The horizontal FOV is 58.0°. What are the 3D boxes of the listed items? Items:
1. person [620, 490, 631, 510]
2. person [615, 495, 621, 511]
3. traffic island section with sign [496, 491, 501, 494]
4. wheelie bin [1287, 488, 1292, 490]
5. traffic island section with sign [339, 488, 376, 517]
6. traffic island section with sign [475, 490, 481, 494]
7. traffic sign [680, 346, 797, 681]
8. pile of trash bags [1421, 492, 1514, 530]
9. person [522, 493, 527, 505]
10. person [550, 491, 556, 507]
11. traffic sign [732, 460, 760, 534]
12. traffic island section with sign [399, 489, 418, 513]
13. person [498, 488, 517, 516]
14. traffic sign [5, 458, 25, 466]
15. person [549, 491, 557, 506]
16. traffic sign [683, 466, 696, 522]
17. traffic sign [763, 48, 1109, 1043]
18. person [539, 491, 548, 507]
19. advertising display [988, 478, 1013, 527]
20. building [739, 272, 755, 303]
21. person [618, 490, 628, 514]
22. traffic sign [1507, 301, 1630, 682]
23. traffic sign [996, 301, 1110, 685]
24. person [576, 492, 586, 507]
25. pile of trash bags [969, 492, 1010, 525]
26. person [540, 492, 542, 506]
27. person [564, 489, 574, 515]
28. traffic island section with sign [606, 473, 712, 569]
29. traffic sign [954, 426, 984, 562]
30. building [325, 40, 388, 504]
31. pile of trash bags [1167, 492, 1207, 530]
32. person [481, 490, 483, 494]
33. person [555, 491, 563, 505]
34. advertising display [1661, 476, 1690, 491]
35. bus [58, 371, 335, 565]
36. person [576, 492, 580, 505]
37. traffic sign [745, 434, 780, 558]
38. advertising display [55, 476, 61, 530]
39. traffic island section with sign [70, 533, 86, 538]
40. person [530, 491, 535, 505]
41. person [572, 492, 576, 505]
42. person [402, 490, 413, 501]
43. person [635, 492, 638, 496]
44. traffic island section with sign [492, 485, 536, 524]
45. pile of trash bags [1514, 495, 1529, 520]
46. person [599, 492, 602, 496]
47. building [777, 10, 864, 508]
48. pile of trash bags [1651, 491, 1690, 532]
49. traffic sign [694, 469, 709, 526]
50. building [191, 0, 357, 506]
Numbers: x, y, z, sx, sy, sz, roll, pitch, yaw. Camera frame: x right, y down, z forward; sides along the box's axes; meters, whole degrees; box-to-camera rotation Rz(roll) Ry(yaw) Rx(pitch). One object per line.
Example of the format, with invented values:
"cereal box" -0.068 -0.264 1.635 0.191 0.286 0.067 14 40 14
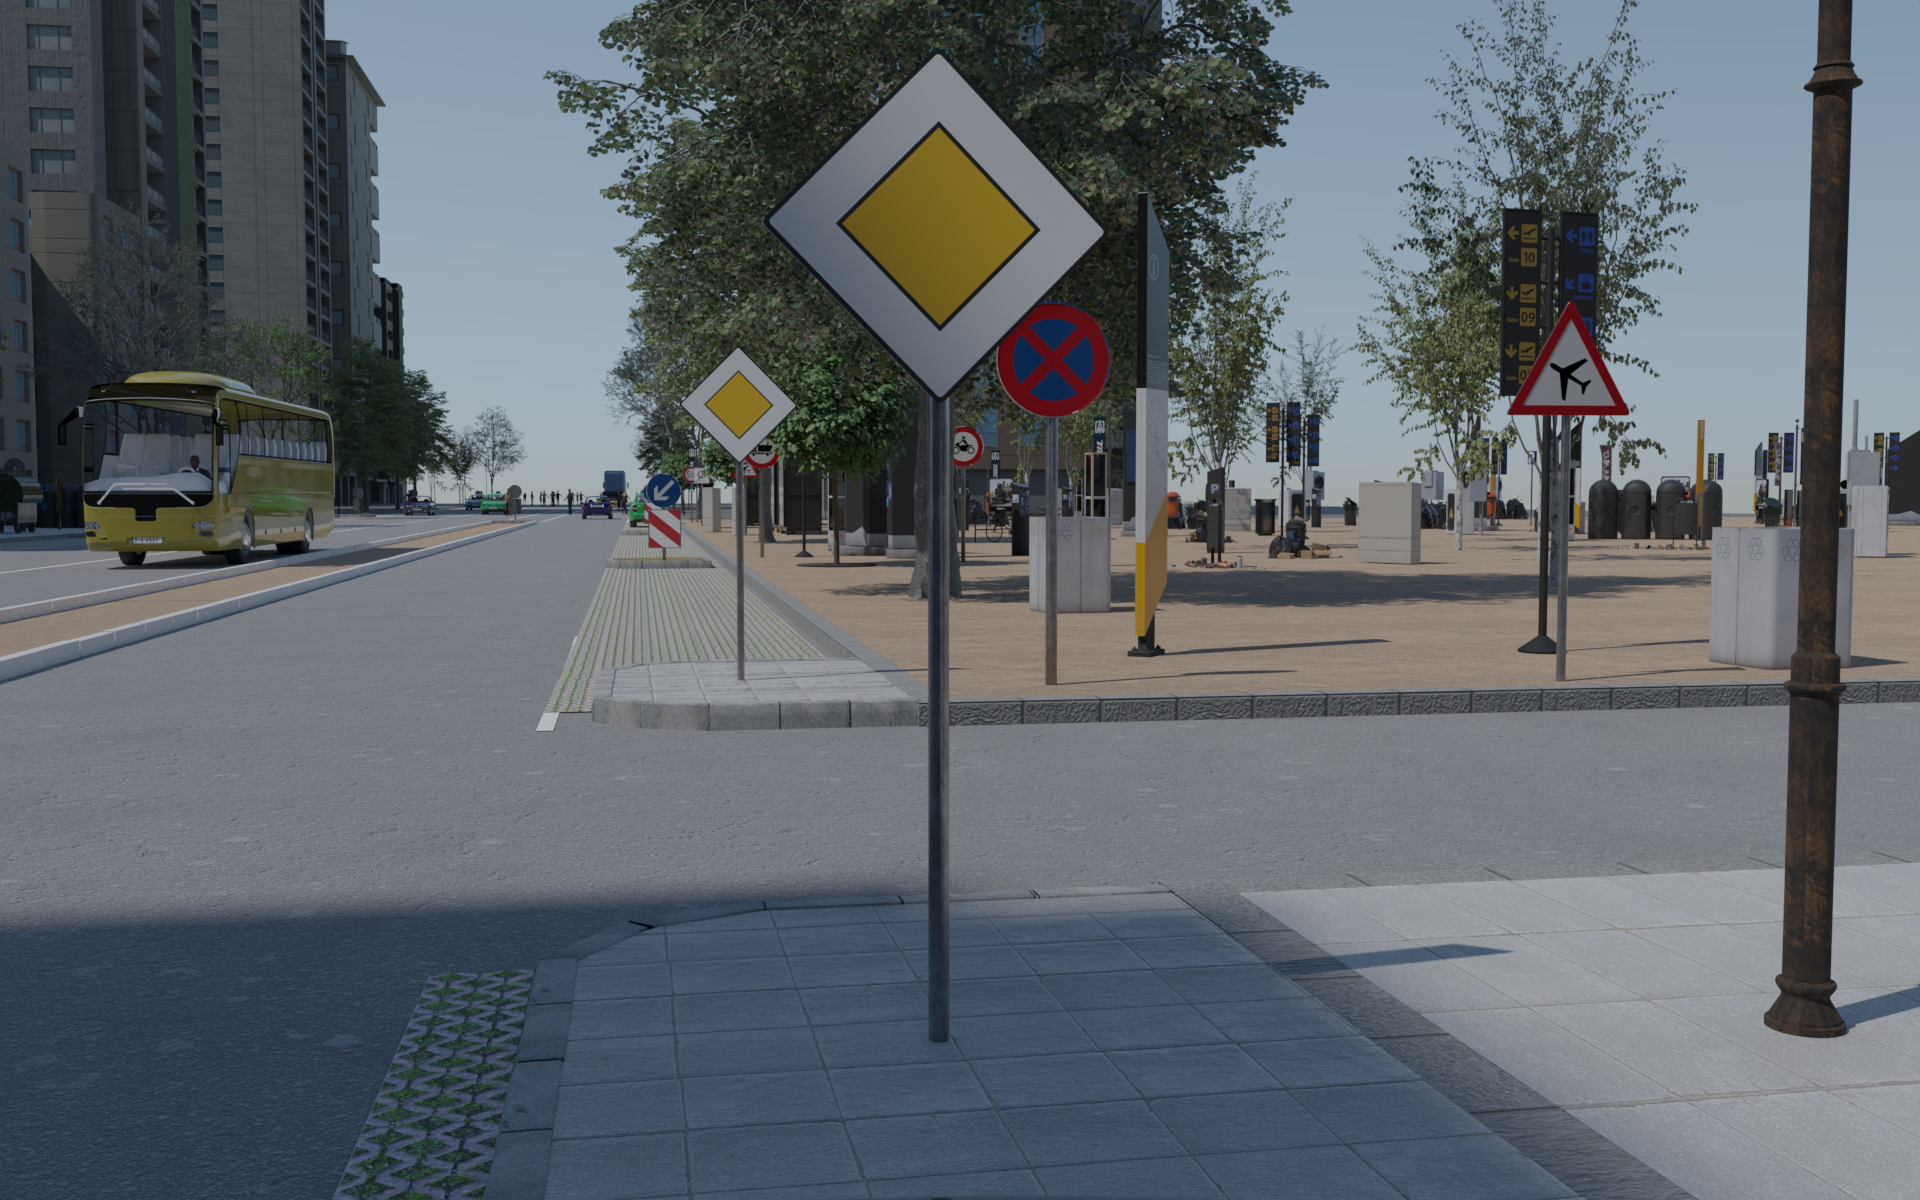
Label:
"person" -30.244 -8.997 155.623 1.348 1.821 0.705 -2 4 -25
"person" -28.599 -8.162 145.210 1.065 1.426 0.557 3 5 40
"traffic island section with sign" -57.205 -12.608 214.773 1.989 1.847 2.006 -1 4 -10
"wheelie bin" 16.125 -4.715 85.005 0.693 1.594 0.980 2 4 25
"traffic island section with sign" -37.203 -6.019 107.039 1.989 1.847 2.006 -1 4 -10
"traffic island section with sign" -52.158 -10.949 187.637 1.989 1.847 2.006 -1 4 -10
"traffic sign" -1.510 -0.503 11.861 0.795 2.450 0.064 -1 4 -10
"pile of trash bags" 18.012 -3.264 63.125 1.912 1.369 3.447 -3 5 -43
"person" -54.993 -12.761 218.617 0.593 1.643 0.415 -3 4 -39
"person" -46.033 -11.418 195.898 0.721 1.743 1.217 1 4 19
"traffic sign" -6.812 -3.366 55.045 0.884 2.594 0.081 0 4 -6
"traffic island section with sign" -42.134 -7.644 133.609 1.989 1.847 2.006 -1 4 -10
"person" -29.537 -6.401 113.250 1.348 1.812 0.705 0 4 5
"traffic sign" -33.442 -3.742 61.288 0.768 2.556 0.104 0 4 -1
"person" -49.413 -12.330 210.038 0.705 1.831 1.348 2 4 34
"traffic sign" -12.260 -4.833 79.127 0.768 2.556 0.104 0 4 -6
"traffic sign" -0.053 -0.022 4.009 0.795 2.450 0.064 -1 4 -10
"person" -45.370 -11.034 188.903 1.348 1.824 0.705 2 4 28
"advertising display" 1.602 -3.830 67.840 0.974 1.923 0.123 0 3 0
"building" -18.528 -35.305 231.858 22.147 44.769 28.867 -1 4 -10
"person" -24.115 -7.014 123.976 0.445 1.727 0.742 3 4 38
"traffic sign" 4.118 -0.721 11.799 0.884 2.594 0.081 -1 4 -9
"traffic sign" 0.613 -0.701 11.568 0.768 2.556 0.104 0 4 -7
"person" -42.932 -11.438 196.338 1.217 1.723 0.721 -1 4 -23
"pile of trash bags" 1.222 -3.907 73.638 1.912 1.369 3.447 0 4 3
"person" -51.367 -12.392 211.904 0.721 1.735 1.217 -1 4 -18
"person" -27.371 -6.902 121.365 0.705 1.821 1.348 -3 5 -40
"traffic island section with sign" -5.908 -1.545 33.890 1.989 1.847 2.006 -1 4 -10
"traffic sign" 0.061 -1.984 32.552 0.768 2.556 0.104 0 4 -4
"building" -83.859 -37.618 204.285 28.713 52.752 27.495 -1 4 -10
"pile of trash bags" 8.208 -3.289 63.522 1.912 1.369 3.447 1 4 22
"person" -53.231 -11.288 192.924 0.709 1.838 0.599 1 4 15
"person" -50.973 -12.929 219.514 1.348 1.869 0.705 0 4 -4
"advertising display" 25.581 -3.471 61.963 0.974 1.923 0.123 2 4 24
"bus" -16.318 -2.863 38.365 2.896 3.916 12.252 -1 4 -10
"person" -52.503 -13.992 238.048 0.721 1.735 1.217 1 4 10
"traffic sign" -4.000 -2.132 34.966 0.768 2.556 0.104 -1 4 -9
"advertising display" -32.745 -3.528 62.892 0.123 1.923 0.974 -2 4 -31
"traffic island section with sign" -27.888 -2.950 56.865 1.989 1.847 2.006 -1 4 -10
"person" -55.917 -13.335 226.470 0.705 1.831 1.348 0 4 6
"person" -49.221 -12.892 220.001 1.217 1.736 0.721 0 4 5
"person" -40.907 -7.327 128.811 1.217 1.766 0.721 -3 5 -42
"person" -44.202 -13.952 237.328 0.721 1.736 1.217 1 4 15
"traffic island section with sign" -21.697 -4.657 84.278 2.006 1.907 1.989 -1 4 -10
"pile of trash bags" 28.351 -4.769 87.719 3.447 1.369 1.912 1 4 13
"person" -45.746 -12.914 220.566 0.530 1.710 0.541 0 4 -8
"building" -14.728 -46.940 205.720 20.563 71.187 20.611 -1 4 -10
"pile of trash bags" 23.501 -3.004 58.863 1.912 1.369 3.447 -2 4 -31
"traffic sign" -10.232 -4.071 68.695 0.606 2.300 0.079 0 4 -5
"building" -75.121 -45.414 180.763 20.563 71.187 20.611 -1 4 -10
